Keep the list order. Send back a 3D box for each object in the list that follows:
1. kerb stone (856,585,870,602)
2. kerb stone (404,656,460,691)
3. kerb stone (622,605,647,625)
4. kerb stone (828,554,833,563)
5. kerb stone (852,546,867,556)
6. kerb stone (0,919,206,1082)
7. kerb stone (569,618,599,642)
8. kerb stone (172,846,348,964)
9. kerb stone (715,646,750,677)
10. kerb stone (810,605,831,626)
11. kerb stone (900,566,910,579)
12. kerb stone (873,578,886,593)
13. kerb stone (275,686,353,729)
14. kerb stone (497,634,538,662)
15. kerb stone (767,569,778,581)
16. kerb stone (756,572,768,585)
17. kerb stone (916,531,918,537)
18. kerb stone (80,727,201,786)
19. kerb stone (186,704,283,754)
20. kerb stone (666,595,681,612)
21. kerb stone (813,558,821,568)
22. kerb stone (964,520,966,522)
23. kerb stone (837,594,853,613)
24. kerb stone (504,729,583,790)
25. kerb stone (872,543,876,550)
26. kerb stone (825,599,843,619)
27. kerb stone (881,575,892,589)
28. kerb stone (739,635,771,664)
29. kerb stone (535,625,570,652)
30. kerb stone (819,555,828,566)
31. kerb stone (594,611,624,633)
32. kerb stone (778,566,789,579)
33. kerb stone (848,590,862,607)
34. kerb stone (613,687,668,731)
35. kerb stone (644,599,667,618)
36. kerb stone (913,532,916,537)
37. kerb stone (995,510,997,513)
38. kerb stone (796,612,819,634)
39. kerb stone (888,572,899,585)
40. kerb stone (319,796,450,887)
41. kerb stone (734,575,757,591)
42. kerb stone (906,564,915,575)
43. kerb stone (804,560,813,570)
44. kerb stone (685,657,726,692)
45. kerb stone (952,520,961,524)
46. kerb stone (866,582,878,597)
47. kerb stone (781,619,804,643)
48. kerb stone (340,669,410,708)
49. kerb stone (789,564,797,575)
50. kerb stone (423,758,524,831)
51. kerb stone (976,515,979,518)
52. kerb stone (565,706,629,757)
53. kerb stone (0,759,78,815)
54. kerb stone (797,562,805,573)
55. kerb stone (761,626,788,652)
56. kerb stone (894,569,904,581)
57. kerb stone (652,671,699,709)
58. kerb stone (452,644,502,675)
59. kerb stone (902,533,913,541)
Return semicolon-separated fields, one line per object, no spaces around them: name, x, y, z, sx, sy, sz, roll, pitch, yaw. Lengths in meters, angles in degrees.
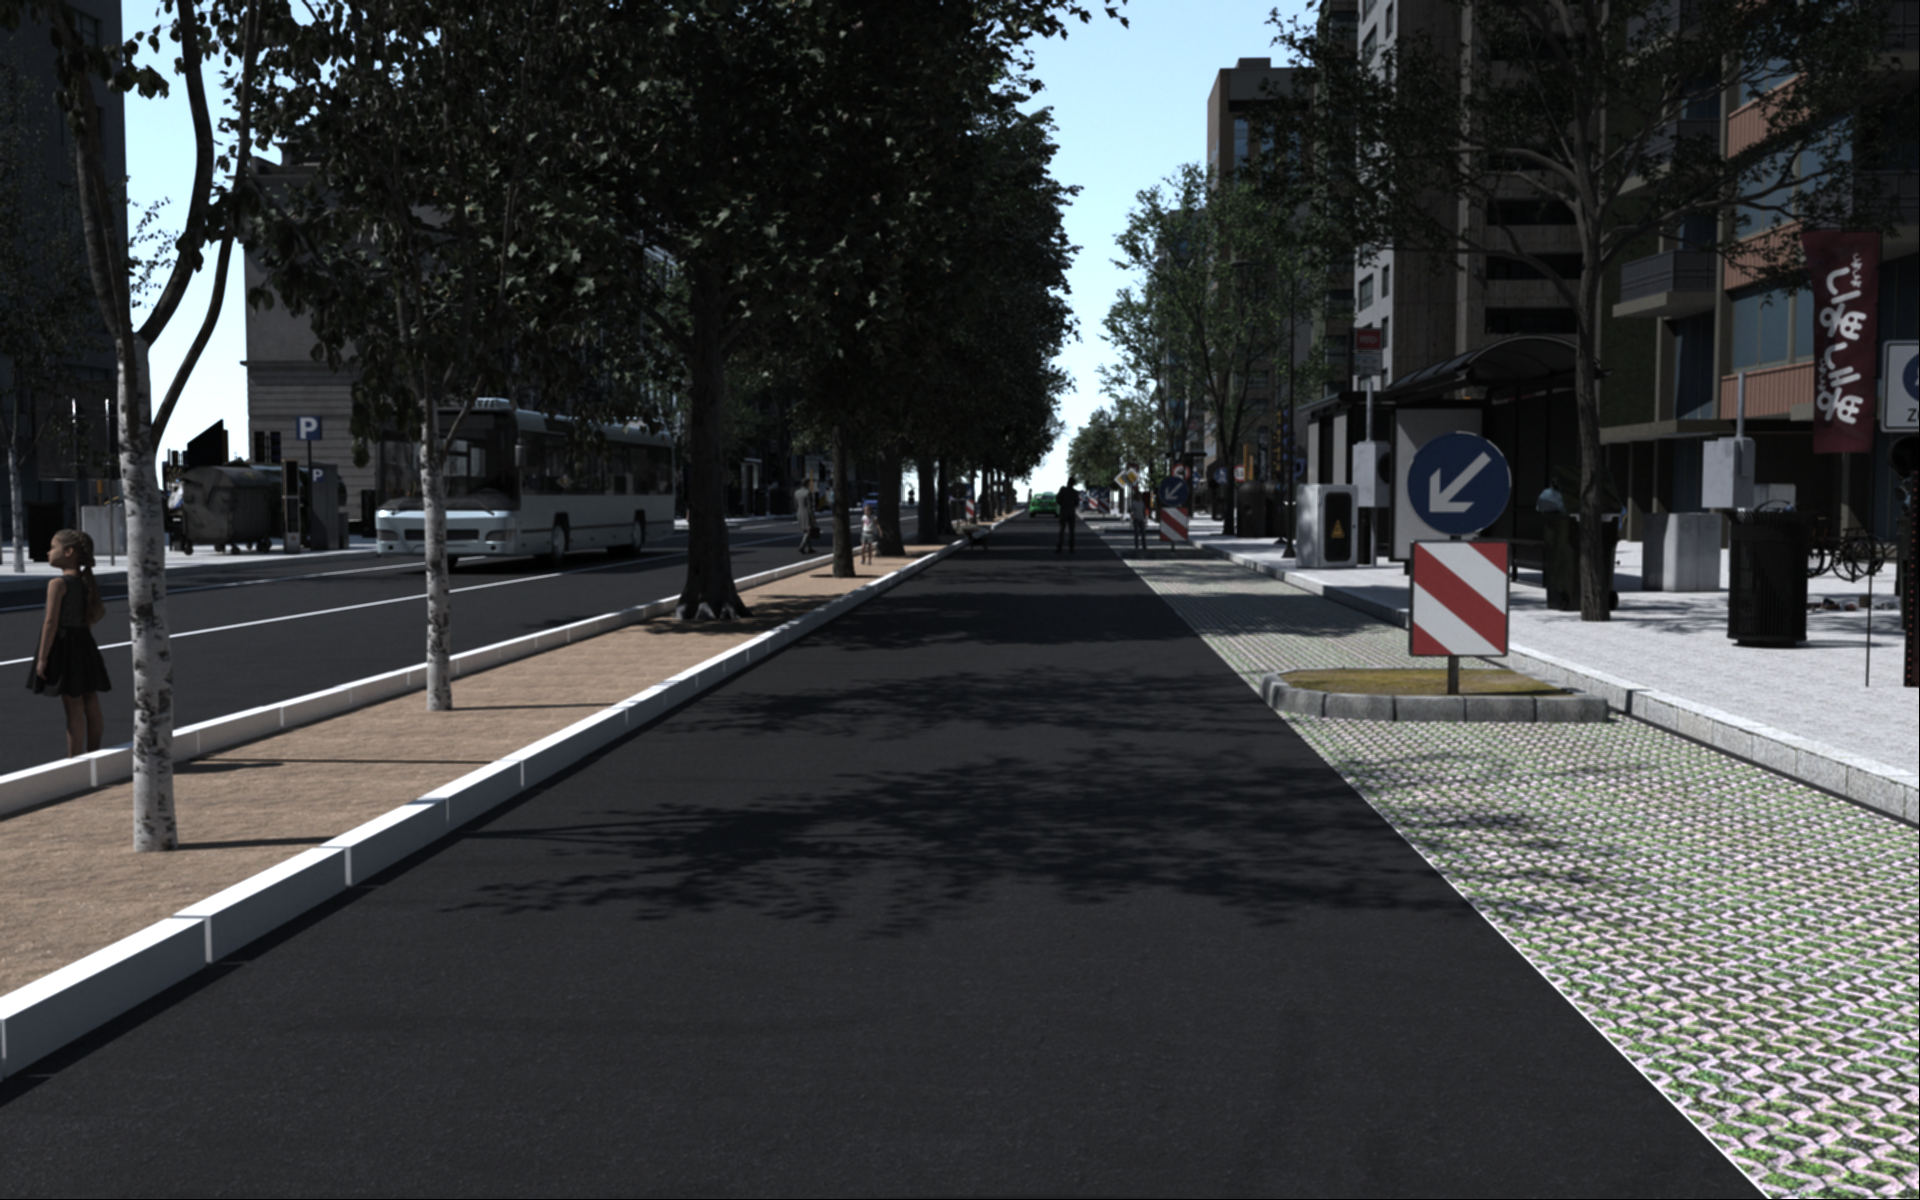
kerb stone;-1.346;-0.060;23.176;0.120;0.150;1.000;0;4;3
kerb stone;-4.012;0.561;13.023;0.120;0.150;1.000;0;4;3
kerb stone;-3.672;0.188;19.173;0.120;0.150;1.000;0;4;3
kerb stone;-2.757;-0.817;35.548;0.120;0.150;1.000;0;4;3
kerb stone;-2.413;-1.192;41.689;0.120;0.150;1.000;0;4;3
kerb stone;-2.373;1.071;4.750;0.120;0.150;1.000;0;4;3
kerb stone;-3.784;0.310;17.123;0.120;0.150;1.000;0;4;3
kerb stone;-2.314;1.005;5.780;0.120;0.150;1.000;0;4;3
kerb stone;-1.863;0.507;13.964;0.120;0.150;1.000;0;4;3
kerb stone;-1.570;0.191;19.080;0.120;0.150;1.000;0;4;3
kerb stone;-0.995;-0.429;29.315;0.120;0.150;1.000;0;4;3
kerb stone;-1.227;-0.185;25.217;0.120;0.150;1.000;0;4;3
kerb stone;-4.125;0.690;10.980;0.120;0.150;1.000;0;4;3
kerb stone;-3.903;0.436;15.070;0.120;0.150;1.000;0;4;3
kerb stone;-3.166;-0.377;28.397;0.120;0.150;1.000;0;4;3
kerb stone;-3.212;-0.317;27.372;0.120;0.150;1.000;0;4;3
kerb stone;-1.569;-2.129;57.059;0.120;0.150;1.000;0;4;3
kerb stone;-4.234;0.812;8.927;0.120;0.150;1.000;0;4;3
kerb stone;-4.187;0.749;9.954;0.120;0.150;1.000;0;4;3
kerb stone;-3.556;0.062;21.220;0.120;0.150;1.000;0;4;3
kerb stone;-2.872;-0.687;33.507;0.120;0.150;1.000;0;4;3
kerb stone;0.128;-3.979;87.251;0.120;0.150;1.000;0;4;3
kerb stone;-1.456;0.065;21.129;0.120;0.150;1.000;0;4;3
kerb stone;-2.138;0.816;8.857;0.120;0.150;1.000;0;4;3
kerb stone;-2.299;-1.317;43.730;0.120;0.150;1.000;0;4;3
kerb stone;-1.513;0.128;20.107;0.120;0.150;1.000;0;4;3
kerb stone;-1.172;-0.246;26.243;0.120;0.150;1.000;0;4;3
kerb stone;-1.803;0.445;14.987;0.120;0.150;1.000;0;4;3
kerb stone;-3.844;0.373;16.090;0.120;0.150;1.000;0;4;3
kerb stone;-2.807;-0.754;34.527;0.120;0.150;1.000;0;4;3
kerb stone;-3.730;0.248;18.144;0.120;0.150;1.000;0;4;3
kerb stone;-3.090;-0.442;29.420;0.120;0.150;1.000;0;4;3
kerb stone;-1.402;0.006;22.150;0.120;0.150;1.000;0;4;3
kerb stone;-2.029;0.695;10.902;0.120;0.150;1.000;0;4;3
kerb stone;-3.615;0.124;20.199;0.120;0.150;1.000;0;4;3
kerb stone;-1.610;-2.070;56.036;0.120;0.150;1.000;0;4;3
kerb stone;3.155;-7.298;141.521;0.120;0.150;1.000;0;4;3
kerb stone;-1.629;0.256;18.059;0.120;0.150;1.000;0;4;3
kerb stone;-1.111;-0.310;27.272;0.120;0.150;1.000;0;4;3
kerb stone;-2.250;0.941;6.810;0.120;0.150;1.000;0;4;3
kerb stone;-3.271;-0.254;26.342;0.120;0.150;1.000;0;4;3
kerb stone;-0.942;-0.498;30.336;0.120;0.150;1.000;0;4;3
kerb stone;-2.932;-0.629;32.486;0.120;0.150;1.000;0;4;3
kerb stone;-1.920;0.567;12.943;0.120;0.150;1.000;0;4;3
kerb stone;-0.152;-3.666;82.140;0.120;0.150;1.000;0;4;3
kerb stone;-1.289;-0.122;24.196;0.120;0.150;1.000;0;4;3
kerb stone;-1.688;0.320;17.037;0.120;0.150;1.000;0;4;3
kerb stone;-4.074;0.623;12.002;0.120;0.150;1.000;0;4;3
kerb stone;-3.038;-0.504;30.442;0.120;0.150;1.000;0;4;3
kerb stone;-2.198;0.879;7.831;0.120;0.150;1.000;0;4;3
kerb stone;1.260;-5.225;107.723;0.120;0.150;1.000;0;4;3
kerb stone;-2.089;0.757;9.881;0.120;0.150;1.000;0;4;3
kerb stone;-4.299;0.875;7.898;0.120;0.150;1.000;0;4;3
kerb stone;-2.987;-0.563;31.466;0.120;0.150;1.000;0;4;3
kerb stone;-1.747;0.378;16.014;0.120;0.150;1.000;0;4;3
kerb stone;-1.063;-0.373;28.295;0.120;0.150;1.000;0;4;3
kerb stone;-1.976;0.630;11.922;0.120;0.150;1.000;0;4;3
kerb stone;-3.956;0.498;14.049;0.120;0.150;1.000;0;4;3
kerb stone;-1.674;-2.004;55.003;0.120;0.150;1.000;0;4;3
